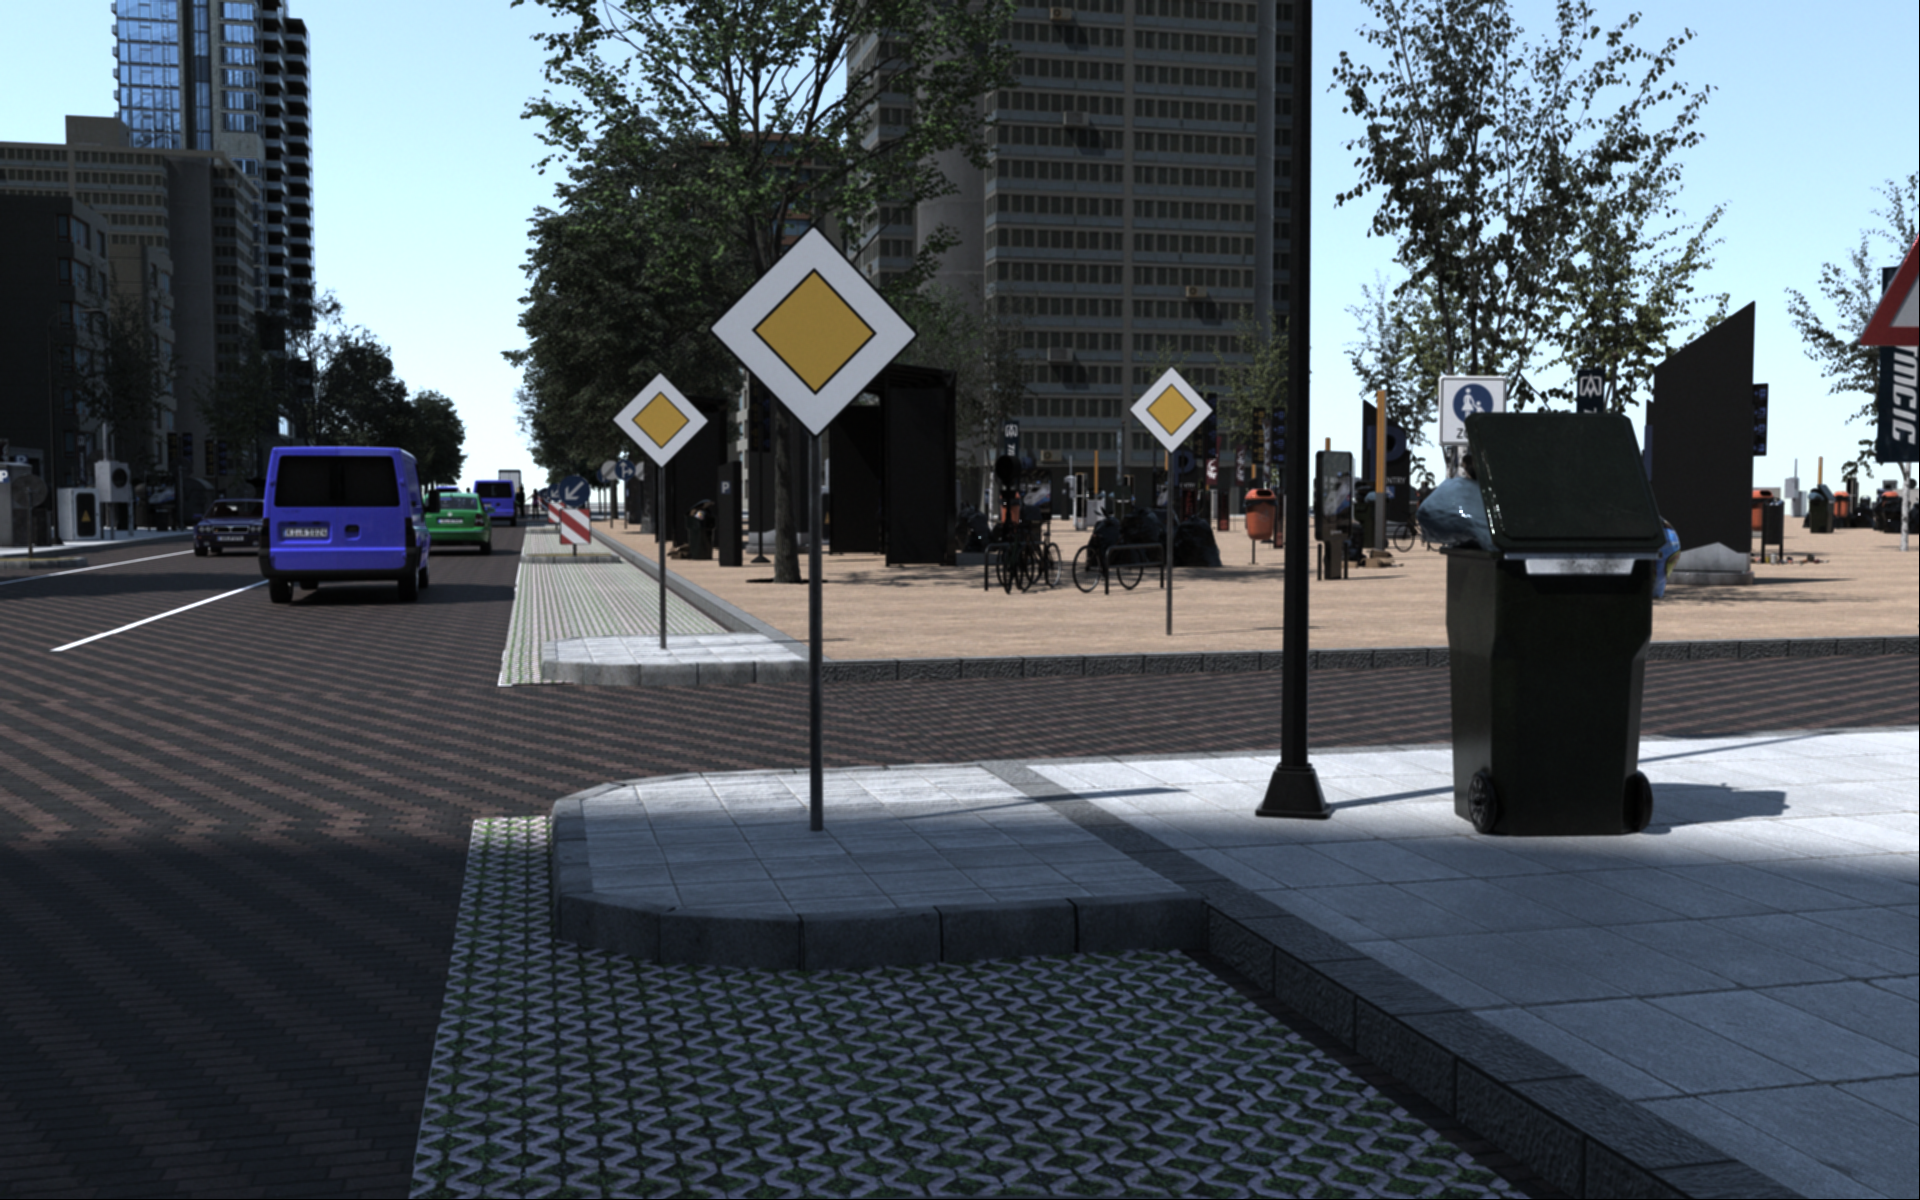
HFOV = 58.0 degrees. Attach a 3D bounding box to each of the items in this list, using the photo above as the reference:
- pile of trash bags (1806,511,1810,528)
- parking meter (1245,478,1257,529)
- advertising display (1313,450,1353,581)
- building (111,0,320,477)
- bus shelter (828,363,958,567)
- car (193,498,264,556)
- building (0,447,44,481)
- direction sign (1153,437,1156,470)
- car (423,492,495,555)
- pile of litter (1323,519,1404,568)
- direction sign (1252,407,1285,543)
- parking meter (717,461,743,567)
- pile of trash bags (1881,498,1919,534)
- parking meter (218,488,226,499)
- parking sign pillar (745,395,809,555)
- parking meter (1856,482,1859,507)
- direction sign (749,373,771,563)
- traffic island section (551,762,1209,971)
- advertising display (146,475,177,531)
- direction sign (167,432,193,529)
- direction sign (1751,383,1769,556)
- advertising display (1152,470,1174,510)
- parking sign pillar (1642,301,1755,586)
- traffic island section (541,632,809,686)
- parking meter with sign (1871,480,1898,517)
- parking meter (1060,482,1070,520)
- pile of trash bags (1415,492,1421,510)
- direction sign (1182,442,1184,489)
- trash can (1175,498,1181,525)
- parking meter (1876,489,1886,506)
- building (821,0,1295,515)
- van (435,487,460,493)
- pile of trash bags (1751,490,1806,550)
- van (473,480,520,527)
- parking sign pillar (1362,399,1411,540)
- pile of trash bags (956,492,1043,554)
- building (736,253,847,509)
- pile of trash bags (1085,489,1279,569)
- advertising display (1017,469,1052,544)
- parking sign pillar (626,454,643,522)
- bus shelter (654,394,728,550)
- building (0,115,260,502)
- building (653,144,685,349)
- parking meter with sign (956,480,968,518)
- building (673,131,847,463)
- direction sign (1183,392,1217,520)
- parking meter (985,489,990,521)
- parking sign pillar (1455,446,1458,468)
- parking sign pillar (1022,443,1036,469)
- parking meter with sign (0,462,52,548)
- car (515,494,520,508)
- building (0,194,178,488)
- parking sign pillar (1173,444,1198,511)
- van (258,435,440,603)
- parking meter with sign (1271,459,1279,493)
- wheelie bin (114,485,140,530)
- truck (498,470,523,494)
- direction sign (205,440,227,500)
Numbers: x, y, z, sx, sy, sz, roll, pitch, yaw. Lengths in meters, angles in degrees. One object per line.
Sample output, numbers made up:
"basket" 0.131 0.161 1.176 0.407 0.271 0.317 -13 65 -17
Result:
"pile of trash bags" 33.867 -3.409 65.482 3.447 1.369 1.912 -1 4 -11
"parking meter" 10.600 -3.508 63.072 0.399 1.863 0.255 -1 4 -21
"advertising display" 5.609 -1.271 25.995 0.123 1.923 0.974 3 5 39
"building" -89.526 -54.851 209.485 22.319 86.520 31.000 -1 4 -14
"bus shelter" -1.539 -2.581 33.478 1.731 3.624 6.357 -1 4 -14
"car" -17.126 -1.754 41.253 1.945 1.354 3.894 -1 4 -16
"building" -59.461 -39.673 86.909 20.563 71.187 20.611 -1 4 -14
"direction sign" 7.419 -4.530 66.061 0.379 3.537 0.876 0 4 2
"car" -12.285 -2.030 41.992 1.959 1.807 4.718 -1 4 -14
"pile of litter" 7.125 -1.012 30.512 1.719 0.858 1.176 -1 4 -20
"direction sign" 8.045 -3.254 45.208 0.876 3.537 0.379 -1 4 -9
"parking meter" -4.071 -1.525 30.638 0.399 1.863 0.255 2 4 33
"pile of trash bags" 32.747 -3.161 61.432 3.447 1.369 1.912 3 5 44
"parking meter" -31.633 -4.026 74.229 0.372 1.533 0.369 0 3 0
"parking sign pillar" -3.900 -2.983 37.241 1.447 3.967 1.447 2 4 25
"parking meter" 43.521 -4.809 84.344 0.399 1.863 0.255 -2 4 -35
"direction sign" -3.716 -2.458 32.191 0.379 3.537 0.876 1 4 18
"traffic island section" -0.529 0.957 6.633 2.009 0.180 2.903 -1 4 -14
"advertising display" -27.525 -3.333 59.716 0.974 1.923 0.123 -1 4 -10
"direction sign" -28.731 -4.396 63.864 0.876 3.537 0.379 -3 5 -42
"direction sign" 16.267 -2.679 35.794 0.379 3.537 0.876 -2 4 -28
"advertising display" 5.488 -2.542 46.771 0.123 1.923 0.974 3 4 37
"parking sign pillar" 10.589 -2.215 24.695 1.447 3.967 1.447 2 4 31
"traffic island section" -2.443 0.483 14.386 2.009 0.180 2.903 -1 4 -14
"parking meter with sign" 50.887 -6.025 94.770 1.738 3.016 0.543 3 4 38
"parking meter" 5.141 -4.835 84.765 0.399 1.863 0.255 2 4 31
"pile of trash bags" 17.862 -3.904 73.575 3.447 1.369 1.912 0 4 -5
"direction sign" 7.368 -3.994 57.293 0.379 3.537 0.876 1 4 10
"trash can" 7.600 -2.889 58.881 0.748 1.137 0.748 0 3 0
"parking meter" 42.634 -4.389 80.171 0.372 1.533 0.369 0 3 0
"building" 5.639 -25.873 114.901 32.217 40.220 23.993 -1 4 -14
"van" -41.193 -8.240 139.116 2.240 2.365 5.245 -1 4 -13
"pile of trash bags" 16.726 -1.772 38.732 3.447 1.369 1.912 -1 4 -18
"van" -20.813 -4.466 77.410 2.240 2.365 5.245 -1 4 -15
"parking sign pillar" 12.144 -3.725 49.371 1.447 3.967 1.447 -1 4 -10
"pile of trash bags" 0.894 -1.748 38.327 1.912 1.369 3.447 -1 4 -8
"building" -2.652 -18.078 140.619 27.650 21.520 28.899 -1 4 -14
"pile of trash bags" 4.064 -1.296 30.938 3.447 1.369 1.912 -1 4 -16
"advertising display" 1.902 -2.386 44.231 0.974 1.923 0.123 -2 4 -28
"parking sign pillar" -14.844 -5.630 80.530 1.447 3.967 1.447 -2 4 -28
"bus shelter" -6.800 -3.137 42.574 1.731 3.624 6.357 -1 4 -14
"building" -88.482 -30.031 182.889 32.217 40.220 23.993 -1 4 -14
"building" -30.784 -37.536 237.414 21.300 48.544 21.600 -1 4 -14
"parking meter with sign" -0.293 -5.863 92.123 0.543 3.016 1.738 3 5 43
"building" -23.545 -34.169 213.293 22.147 44.769 28.867 -1 4 -14
"direction sign" 5.459 -2.854 38.666 0.379 3.537 0.876 3 5 42
"parking meter" 1.356 -4.498 81.946 0.372 1.533 0.369 0 3 0
"parking sign pillar" 21.678 -5.222 73.844 1.447 3.967 1.447 -1 4 -9
"parking sign pillar" 3.614 -6.244 90.565 1.447 3.967 1.447 -1 4 -13
"parking meter with sign" -22.756 -2.783 41.765 0.543 3.016 1.738 1 4 16
"car" -47.966 -10.803 185.426 1.959 1.807 4.718 -1 4 -13
"building" -68.395 -16.308 111.682 27.650 21.520 28.899 -1 4 -14
"parking sign pillar" 9.885 -5.404 76.831 1.447 3.967 1.447 -1 4 -9
"van" -8.605 -1.236 24.593 2.240 2.365 5.245 -1 4 -15
"parking meter with sign" 15.818 -5.559 87.146 0.543 3.016 1.738 1 4 18
"wheelie bin" -29.764 -3.287 61.659 0.980 1.594 0.693 -3 5 -39
"truck" -53.197 -13.212 204.925 2.839 4.237 11.283 -1 4 -14
"direction sign" -31.373 -4.960 73.092 0.379 3.537 0.876 3 5 43
